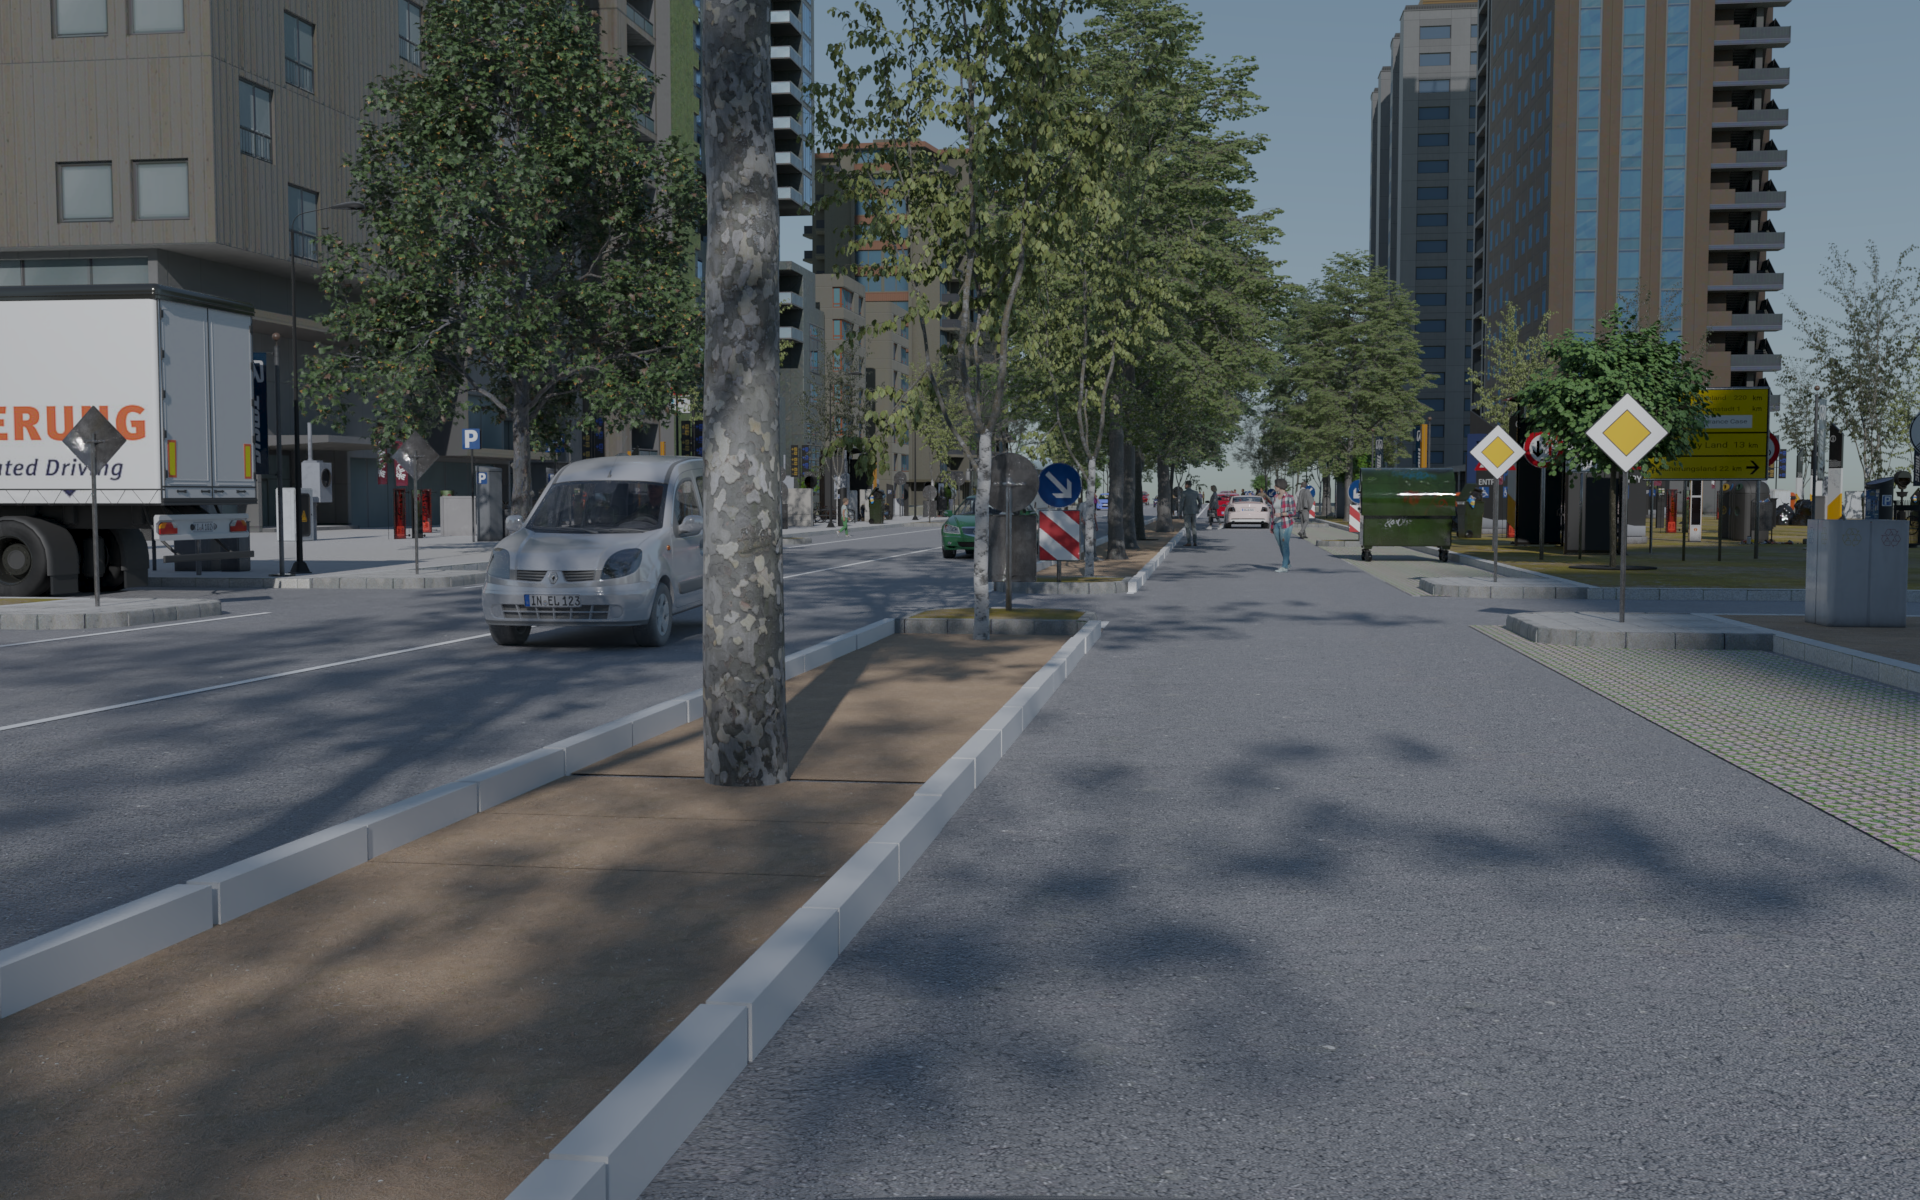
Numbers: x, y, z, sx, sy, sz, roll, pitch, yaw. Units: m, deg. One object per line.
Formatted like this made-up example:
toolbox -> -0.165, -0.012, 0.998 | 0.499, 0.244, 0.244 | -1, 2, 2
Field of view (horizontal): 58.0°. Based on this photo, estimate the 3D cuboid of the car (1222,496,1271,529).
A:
car -> 12.102, -3.717, 73.140 | 2.083, 1.381, 4.827 | 0, 4, 8

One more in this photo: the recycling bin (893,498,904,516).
recycling bin -> -3.495, -5.417, 101.122 | 0.722, 1.027, 0.722 | -1, 4, -11

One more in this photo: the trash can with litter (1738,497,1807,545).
trash can with litter -> 20.977, -2.036, 44.353 | 2.233, 1.210, 1.678 | 1, 4, 10

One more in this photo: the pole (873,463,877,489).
pole -> -4.877, -6.451, 99.320 | 0.158, 3.312, 0.155 | 0, 3, 0

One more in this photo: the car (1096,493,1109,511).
car -> 12.763, -8.622, 150.554 | 1.945, 1.707, 3.694 | 0, 4, 8

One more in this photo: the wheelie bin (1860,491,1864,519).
wheelie bin -> 42.084, -4.414, 80.082 | 0.980, 1.594, 0.693 | -1, 4, -21

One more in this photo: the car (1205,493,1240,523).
car -> 13.431, -4.786, 87.284 | 2.155, 1.783, 4.494 | 0, 4, 8

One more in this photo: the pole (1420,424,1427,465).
pole -> 13.548, -3.476, 50.676 | 0.158, 3.312, 0.155 | 0, 3, 0

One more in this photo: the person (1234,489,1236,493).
person -> 18.199, -6.455, 114.593 | 0.990, 1.755, 0.434 | 2, 4, 24

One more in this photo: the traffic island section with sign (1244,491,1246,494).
traffic island section with sign -> 34.224, -12.022, 205.189 | 1.989, 1.847, 2.006 | 1, 4, 8

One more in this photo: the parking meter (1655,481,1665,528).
parking meter -> 26.210, -3.615, 64.816 | 0.255, 1.863, 0.399 | 1, 4, 12

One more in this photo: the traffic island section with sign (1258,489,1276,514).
traffic island section with sign -> 22.166, -7.053, 123.948 | 1.989, 1.847, 2.006 | 1, 4, 8

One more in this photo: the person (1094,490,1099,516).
person -> 9.115, -6.521, 115.796 | 0.721, 1.739, 1.217 | 0, 4, -6

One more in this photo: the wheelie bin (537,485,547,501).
wheelie bin -> -13.835, -3.081, 58.290 | 0.693, 1.594, 0.980 | -2, 4, -35

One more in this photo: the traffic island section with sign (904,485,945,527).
traffic island section with sign -> -1.364, -4.182, 76.998 | 1.989, 1.847, 2.006 | 1, 4, 8

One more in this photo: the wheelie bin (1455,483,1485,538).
wheelie bin -> 14.899, -2.609, 50.557 | 0.693, 1.594, 0.980 | -1, 4, -10

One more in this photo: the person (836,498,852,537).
person -> -3.862, -2.738, 57.511 | 0.590, 1.304, 0.306 | -2, 4, -33

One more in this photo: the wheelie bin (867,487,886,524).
wheelie bin -> -3.547, -4.053, 74.181 | 0.693, 1.594, 0.980 | 1, 4, 11

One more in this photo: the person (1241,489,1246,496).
person -> 20.282, -7.080, 124.353 | 0.705, 1.812, 1.348 | -1, 4, -13

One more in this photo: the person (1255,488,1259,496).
person -> 19.720, -6.487, 114.653 | 0.705, 1.812, 1.348 | 0, 4, 2

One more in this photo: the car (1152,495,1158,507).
car -> 21.769, -10.688, 187.329 | 1.945, 1.354, 3.894 | 0, 4, 7

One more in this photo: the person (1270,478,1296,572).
person -> 5.951, -1.374, 31.796 | 0.643, 1.720, 0.563 | -2, 4, -30

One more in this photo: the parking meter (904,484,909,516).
parking meter -> -3.118, -5.788, 100.340 | 0.255, 1.863, 0.399 | -1, 4, -8

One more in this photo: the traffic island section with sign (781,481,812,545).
traffic island section with sign -> -5.365, -2.537, 50.113 | 1.989, 1.847, 2.006 | 1, 4, 8

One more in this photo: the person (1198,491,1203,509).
person -> 22.832, -9.497, 164.695 | 0.541, 1.710, 0.530 | 1, 4, 22

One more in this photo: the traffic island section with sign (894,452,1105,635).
traffic island section with sign -> 0.443, -0.633, 18.489 | 2.006, 1.907, 1.989 | 1, 4, 8

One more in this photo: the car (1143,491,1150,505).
car -> 22.970, -12.931, 220.090 | 2.281, 1.827, 5.304 | 1, 4, 10

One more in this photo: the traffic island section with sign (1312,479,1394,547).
traffic island section with sign -> 10.821, -2.381, 47.565 | 1.989, 1.847, 2.006 | 1, 4, 8

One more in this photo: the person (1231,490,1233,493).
person -> 21.603, -7.872, 137.999 | 1.217, 1.735, 0.721 | 2, 4, 34

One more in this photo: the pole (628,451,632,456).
pole -> -15.707, -5.417, 82.412 | 0.158, 3.312, 0.155 | 0, 3, 0

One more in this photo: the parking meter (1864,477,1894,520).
parking meter -> 13.483, -1.041, 25.432 | 0.372, 1.533, 0.369 | 0, 3, 0

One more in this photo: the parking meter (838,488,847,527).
parking meter -> -4.656, -3.676, 68.506 | 0.372, 1.533, 0.369 | 0, 3, 0

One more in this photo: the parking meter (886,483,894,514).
parking meter -> -3.836, -5.477, 95.266 | 0.399, 1.863, 0.255 | 0, 4, 8

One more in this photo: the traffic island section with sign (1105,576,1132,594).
traffic island section with sign -> 1.541, -1.081, 25.814 | 2.006, 1.907, 1.989 | 1, 4, 8

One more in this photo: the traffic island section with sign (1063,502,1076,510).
traffic island section with sign -> 9.957, -8.844, 153.232 | 1.989, 1.847, 2.006 | 1, 4, 8

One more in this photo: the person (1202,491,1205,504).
person -> 35.503, -14.936, 252.795 | 0.705, 1.812, 1.348 | 0, 4, -3

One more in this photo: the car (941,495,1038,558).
car -> 0.786, -1.726, 40.026 | 2.131, 1.459, 4.920 | 1, 4, 10

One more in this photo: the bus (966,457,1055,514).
bus -> 2.607, -5.331, 82.025 | 2.948, 3.499, 13.247 | 1, 4, 9

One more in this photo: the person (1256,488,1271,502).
person -> 17.872, -5.763, 102.742 | 1.348, 1.823, 0.705 | 2, 4, 35

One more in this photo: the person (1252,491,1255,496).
person -> 36.347, -12.623, 214.752 | 0.709, 1.838, 0.599 | 2, 4, 24

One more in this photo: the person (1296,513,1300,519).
person -> 19.366, -5.258, 98.741 | 0.394, 1.301, 0.425 | 3, 5, 42

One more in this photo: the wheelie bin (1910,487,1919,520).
wheelie bin -> 44.930, -4.481, 81.167 | 0.693, 1.594, 0.980 | 2, 4, 34

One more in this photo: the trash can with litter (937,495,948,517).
trash can with litter -> -1.377, -5.193, 95.970 | 2.233, 1.210, 1.678 | -1, 4, -15

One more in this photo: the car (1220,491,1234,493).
car -> 29.033, -10.996, 188.449 | 2.281, 1.827, 5.304 | 0, 4, 7

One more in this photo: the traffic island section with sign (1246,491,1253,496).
traffic island section with sign -> 26.173, -8.702, 150.912 | 1.989, 1.847, 2.006 | 1, 4, 8

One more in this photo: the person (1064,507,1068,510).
person -> 6.867, -6.140, 112.151 | 1.065, 1.426, 0.557 | -2, 4, -30

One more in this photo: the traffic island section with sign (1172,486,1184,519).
traffic island section with sign -> 12.574, -5.627, 100.141 | 2.006, 1.907, 1.989 | 1, 4, 8

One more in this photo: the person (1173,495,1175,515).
person -> 14.248, -6.598, 116.470 | 1.348, 1.812, 0.705 | 0, 4, 4

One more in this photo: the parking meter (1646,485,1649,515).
parking meter -> 38.316, -5.551, 96.475 | 0.399, 1.863, 0.255 | 2, 4, 31

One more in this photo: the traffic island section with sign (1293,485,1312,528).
traffic island section with sign -> 14.825, -4.034, 74.592 | 1.989, 1.847, 2.006 | 1, 4, 8

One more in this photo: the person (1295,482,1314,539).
person -> 10.985, -2.852, 55.235 | 0.679, 1.850, 0.850 | 3, 4, 36

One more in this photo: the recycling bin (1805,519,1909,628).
recycling bin -> 8.778, -0.270, 16.971 | 0.722, 1.027, 0.722 | 1, 4, 8

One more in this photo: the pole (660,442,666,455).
pole -> -11.545, -4.501, 67.434 | 0.158, 3.312, 0.155 | 0, 3, 0
